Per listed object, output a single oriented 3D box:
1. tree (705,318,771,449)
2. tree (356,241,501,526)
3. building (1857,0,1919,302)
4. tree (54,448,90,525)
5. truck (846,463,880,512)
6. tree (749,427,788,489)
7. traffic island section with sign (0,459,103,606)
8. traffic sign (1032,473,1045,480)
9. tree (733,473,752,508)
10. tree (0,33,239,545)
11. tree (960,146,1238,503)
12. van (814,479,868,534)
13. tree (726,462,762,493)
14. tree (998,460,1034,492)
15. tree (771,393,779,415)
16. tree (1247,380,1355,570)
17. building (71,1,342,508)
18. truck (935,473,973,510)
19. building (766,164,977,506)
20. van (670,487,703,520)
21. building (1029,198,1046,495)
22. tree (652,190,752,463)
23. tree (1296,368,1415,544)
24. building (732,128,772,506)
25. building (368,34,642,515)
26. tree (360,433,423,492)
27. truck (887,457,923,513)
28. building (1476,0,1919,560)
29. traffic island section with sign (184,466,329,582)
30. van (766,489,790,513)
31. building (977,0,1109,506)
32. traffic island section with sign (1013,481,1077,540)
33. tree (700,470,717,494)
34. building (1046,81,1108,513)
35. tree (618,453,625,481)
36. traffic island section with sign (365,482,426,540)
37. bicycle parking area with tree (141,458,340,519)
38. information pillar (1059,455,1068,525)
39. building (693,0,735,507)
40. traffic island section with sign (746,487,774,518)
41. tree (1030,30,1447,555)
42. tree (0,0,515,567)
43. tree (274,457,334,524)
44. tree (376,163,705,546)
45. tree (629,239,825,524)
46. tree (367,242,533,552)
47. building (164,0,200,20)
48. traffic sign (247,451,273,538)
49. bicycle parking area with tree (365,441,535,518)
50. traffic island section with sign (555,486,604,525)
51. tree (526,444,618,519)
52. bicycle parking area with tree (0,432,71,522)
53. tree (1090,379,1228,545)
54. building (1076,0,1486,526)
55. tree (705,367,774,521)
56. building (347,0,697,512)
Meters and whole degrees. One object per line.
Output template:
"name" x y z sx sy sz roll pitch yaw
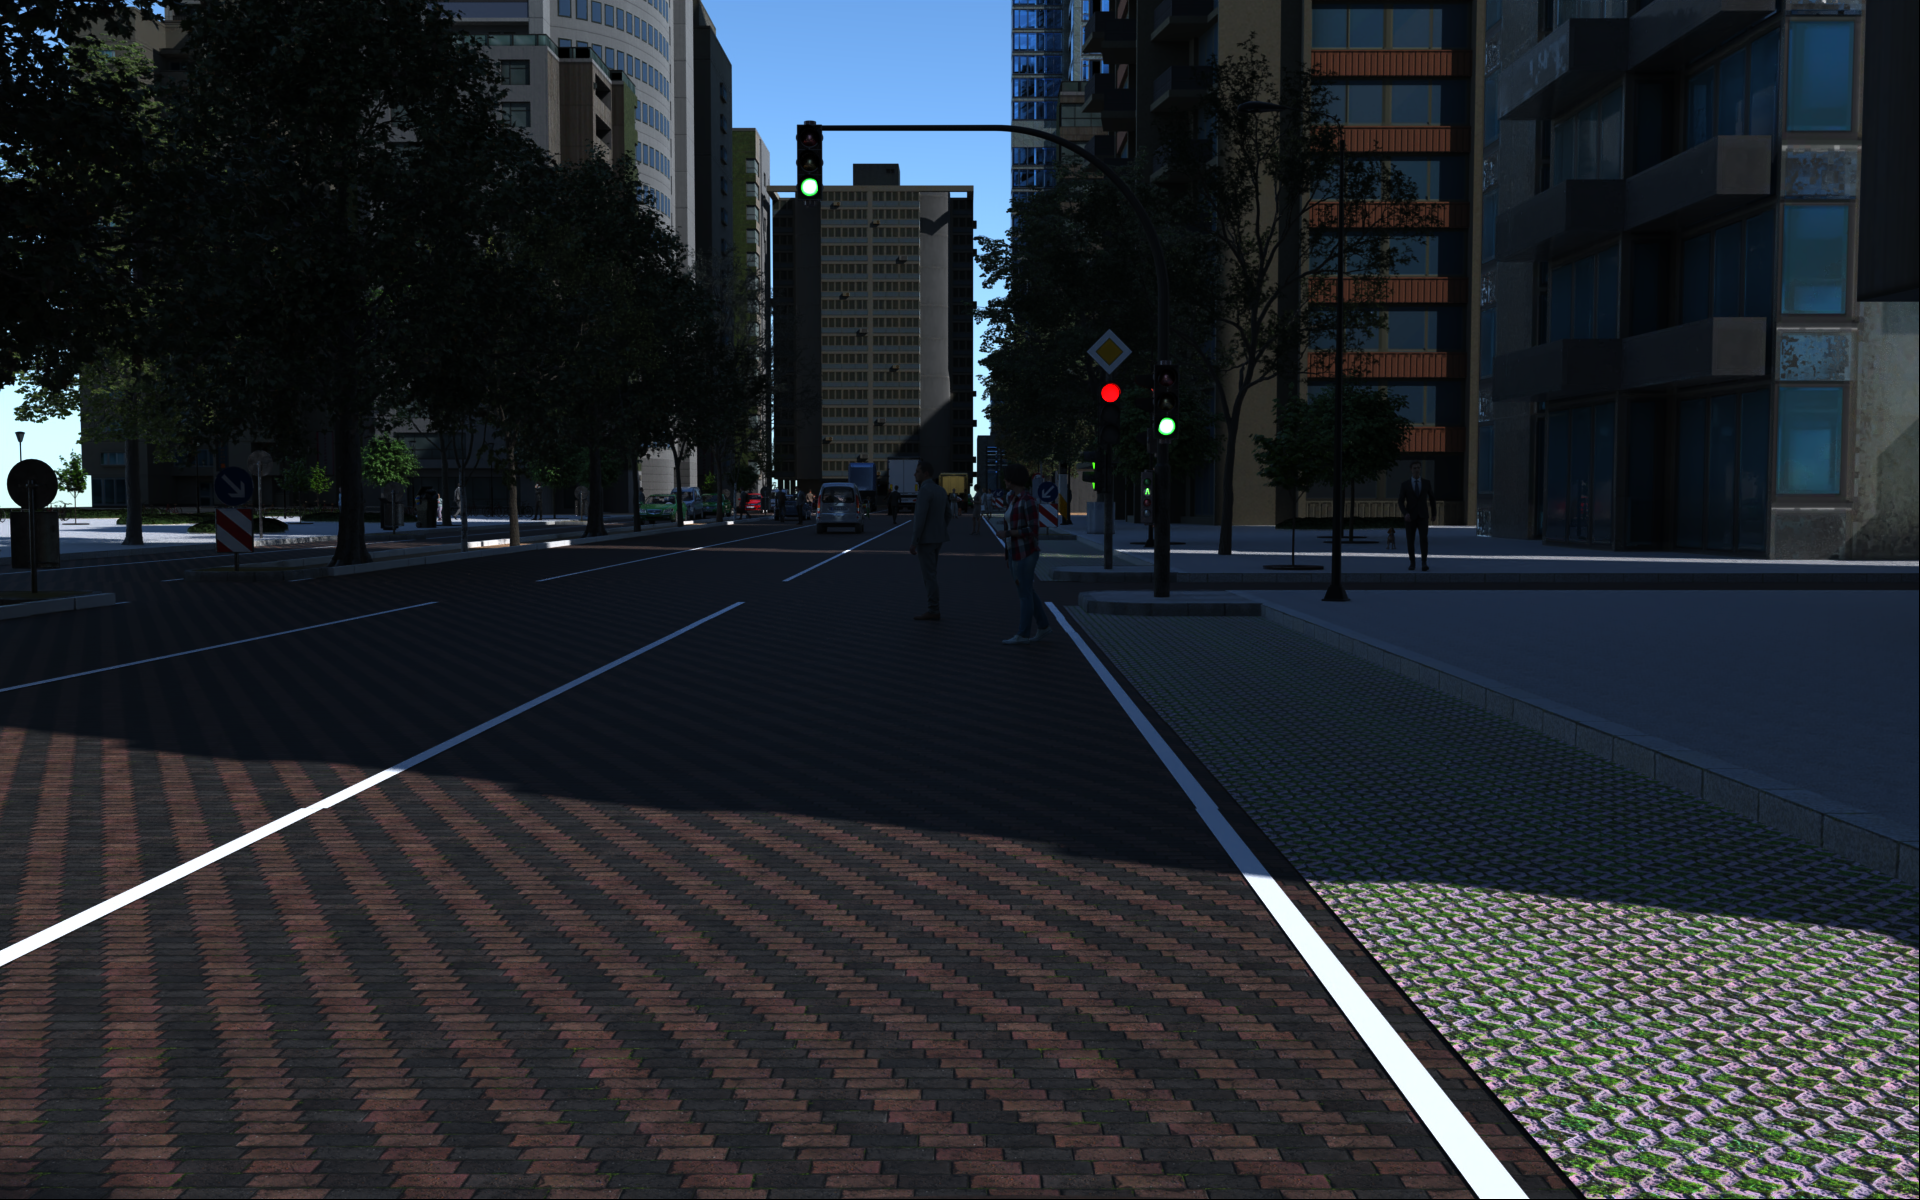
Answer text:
"tree" -11.988 -7.808 64.527 8.767 10.594 7.601 0 4 0
"tree" -20.767 -8.776 69.246 9.928 11.665 9.643 0 3 0
"building" 13.681 -19.896 8.899 14.154 41.232 14.086 0 4 0
"tree" -37.106 -4.774 72.664 1.663 3.219 1.824 0 3 0
"truck" -8.283 -9.373 143.005 2.967 4.110 18.799 0 4 -1
"tree" -19.898 -13.884 177.369 4.737 8.622 4.395 0 3 0
"traffic island section with sign" -12.044 -0.842 21.907 2.006 1.907 1.989 0 4 0
"traffic sign" 4.641 -6.283 102.837 0.768 2.556 0.104 1 4 9
"tree" -20.425 -10.191 161.229 1.663 3.219 1.824 0 3 0
"tree" -21.148 -7.693 43.908 7.486 12.596 7.792 0 3 0
"tree" 5.133 -9.562 62.989 9.857 13.997 8.962 0 3 0
"van" -4.422 -3.497 64.183 2.013 2.044 4.112 0 4 -1
"tree" -20.751 -11.165 166.267 4.285 4.588 4.351 0 3 0
"tree" 5.554 -12.097 181.500 4.285 4.588 4.351 0 3 0
"tree" -11.682 -8.302 72.605 8.767 10.594 7.601 0 4 0
"tree" 5.661 -2.147 29.701 1.663 3.219 1.824 0 3 0
"building" -69.646 -33.241 167.192 21.600 48.544 21.300 0 4 0
"truck" -0.558 -9.836 156.735 3.469 3.379 9.791 0 4 0
"building" -10.002 -31.465 206.329 23.993 40.220 32.217 0 4 0
"van" -15.496 -5.515 97.180 2.013 2.044 4.112 0 4 1
"building" 13.834 -24.428 171.093 14.160 30.474 14.107 0 4 0
"tree" -11.783 -8.337 55.772 9.611 12.733 9.660 0 3 0
"tree" 10.195 -3.770 45.354 4.285 4.588 4.351 0 3 0
"building" -29.076 -31.380 196.663 14.086 41.232 14.154 0 4 0
"building" -29.175 -20.862 112.787 14.160 30.474 14.107 0 4 0
"tree" -28.553 -6.286 86.488 4.285 4.588 4.351 0 3 0
"truck" -4.184 -8.951 135.266 2.839 4.237 11.283 0 4 0
"building" 28.555 -25.819 41.756 30.456 49.044 23.786 0 4 0
"traffic island section with sign" -12.013 -1.295 29.314 2.006 1.907 1.989 0 4 0
"van" -14.028 -7.770 134.050 2.013 2.044 4.112 0 4 0
"building" 17.476 -54.192 198.712 31.000 86.520 22.319 0 4 0
"traffic island section with sign" 2.626 -2.809 54.547 1.989 1.847 2.006 0 4 0
"tree" -20.394 -8.927 140.565 1.663 3.219 1.824 0 3 0
"building" 13.807 -21.592 124.735 14.160 30.474 14.107 0 4 0
"tree" -20.776 -7.042 98.852 4.285 4.588 4.351 0 3 0
"traffic island section with sign" -17.983 -2.811 54.585 1.989 1.847 2.006 0 4 0
"bicycle parking area with tree" -38.092 -6.385 91.391 8.231 4.147 9.016 2 4 26
"information pillar" 4.272 -4.917 71.752 0.183 3.616 0.504 3 5 42
"building" -33.845 -33.263 167.549 21.600 48.544 21.300 0 4 0
"traffic island section with sign" -11.799 -5.891 104.452 2.006 1.907 1.989 0 4 0
"tree" 5.517 -6.207 35.905 8.767 10.594 7.601 1 4 9
"tree" -11.586 -6.930 32.770 9.611 12.733 9.660 0 3 0
"tree" -28.196 -4.860 74.065 1.663 3.219 1.824 0 3 0
"tree" -11.893 -6.700 46.409 8.767 10.594 7.601 0 4 0
"tree" -11.572 -10.412 83.070 12.009 13.543 11.850 0 3 0
"tree" -11.587 -5.342 40.155 4.737 8.622 4.395 0 3 0
"building" -76.870 -46.525 198.929 20.611 71.187 20.563 0 4 0
"traffic sign" -20.374 -3.077 50.418 0.768 2.556 0.104 0 4 4
"bicycle parking area with tree" -27.749 -6.608 95.043 8.231 4.147 9.016 -3 5 -40
"traffic island section with sign" -17.904 -4.468 81.680 1.989 1.847 2.006 0 4 0
"tree" -20.773 -6.433 88.895 4.285 4.588 4.351 0 3 0
"bicycle parking area with tree" -45.702 -5.645 79.303 8.231 4.147 9.016 0 4 2
"tree" 5.022 -3.712 44.402 4.285 4.588 4.351 0 3 0
"building" 17.259 -26.176 82.605 22.147 44.769 28.867 0 4 0
"tree" -11.898 -8.481 91.490 4.360 8.622 3.978 0 3 0
"building" -33.138 -36.174 133.440 21.231 58.520 28.212 0 4 0
